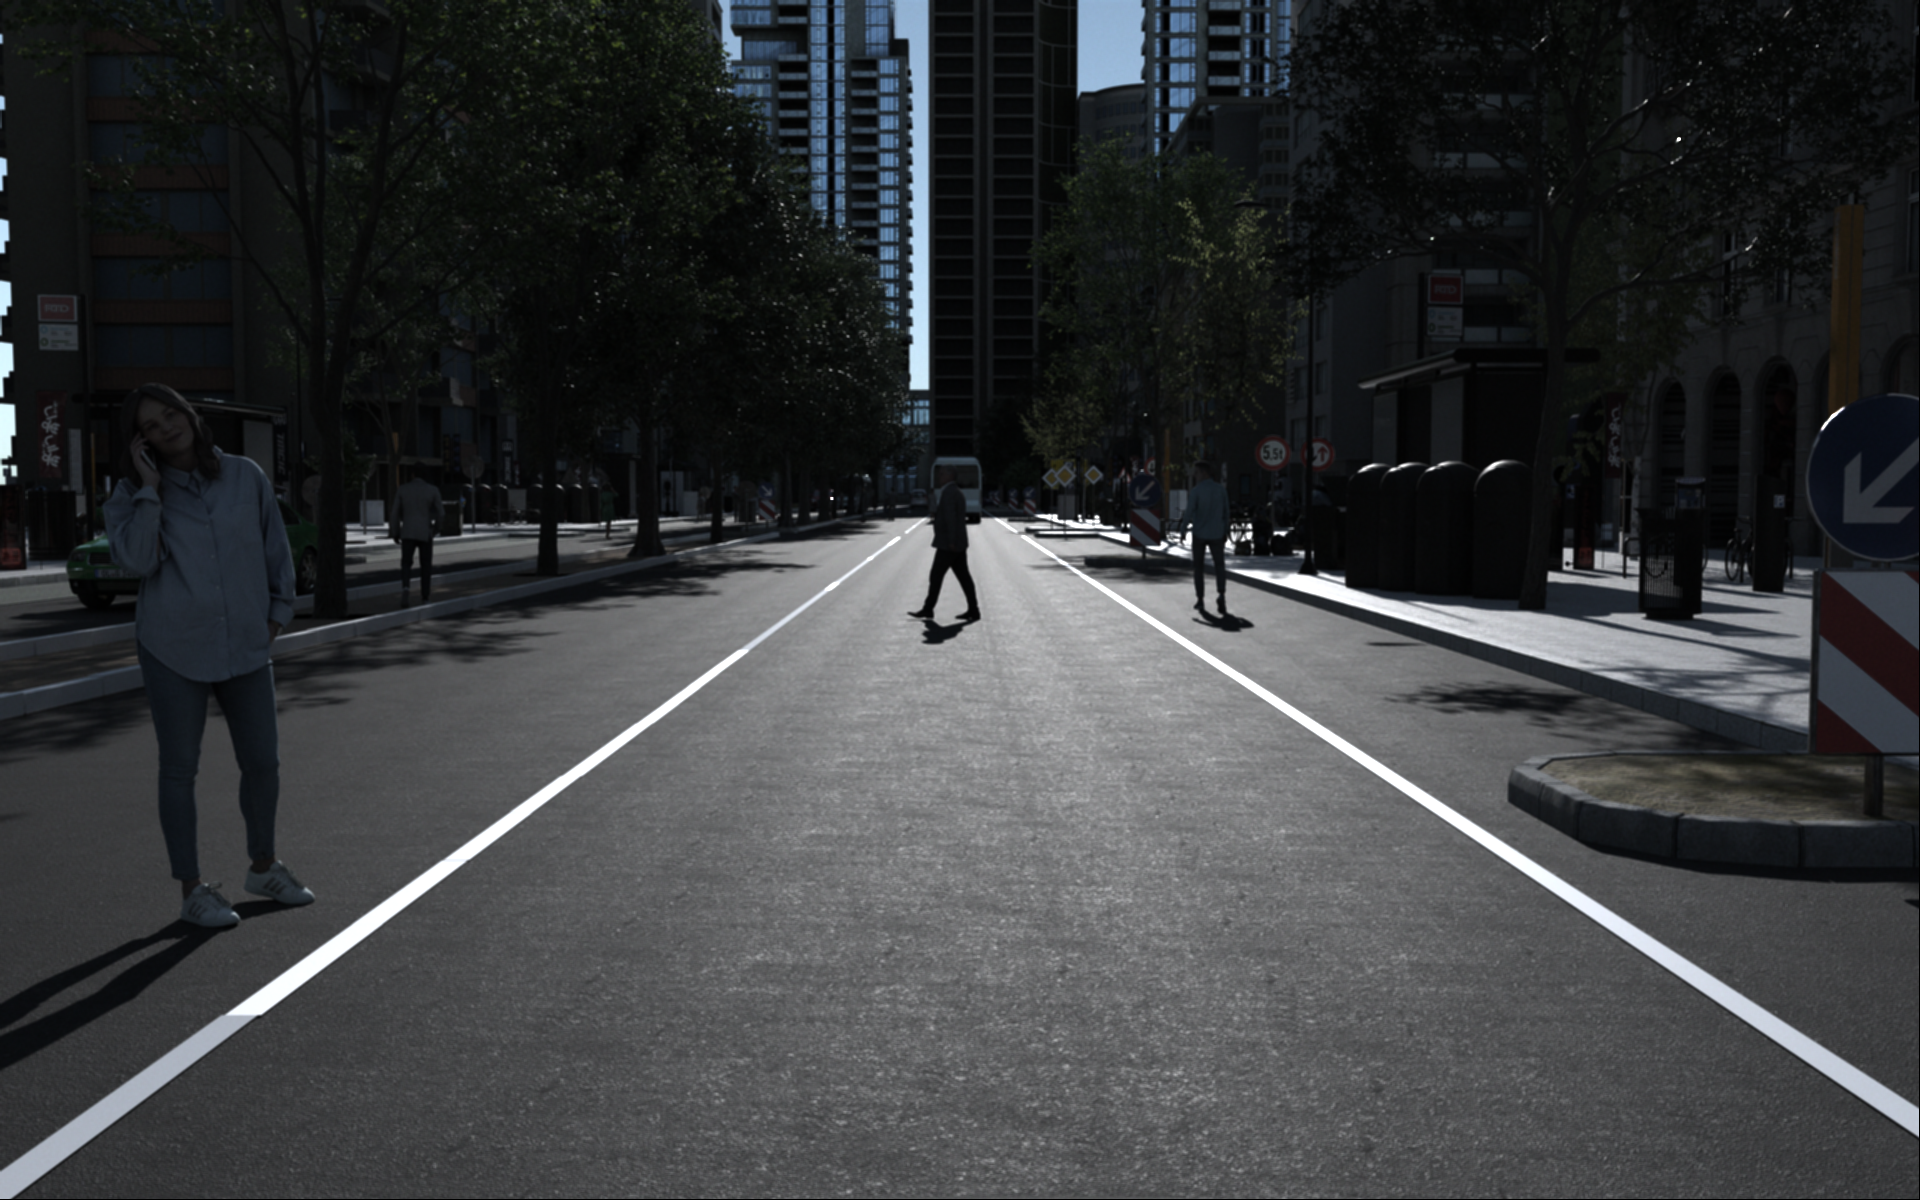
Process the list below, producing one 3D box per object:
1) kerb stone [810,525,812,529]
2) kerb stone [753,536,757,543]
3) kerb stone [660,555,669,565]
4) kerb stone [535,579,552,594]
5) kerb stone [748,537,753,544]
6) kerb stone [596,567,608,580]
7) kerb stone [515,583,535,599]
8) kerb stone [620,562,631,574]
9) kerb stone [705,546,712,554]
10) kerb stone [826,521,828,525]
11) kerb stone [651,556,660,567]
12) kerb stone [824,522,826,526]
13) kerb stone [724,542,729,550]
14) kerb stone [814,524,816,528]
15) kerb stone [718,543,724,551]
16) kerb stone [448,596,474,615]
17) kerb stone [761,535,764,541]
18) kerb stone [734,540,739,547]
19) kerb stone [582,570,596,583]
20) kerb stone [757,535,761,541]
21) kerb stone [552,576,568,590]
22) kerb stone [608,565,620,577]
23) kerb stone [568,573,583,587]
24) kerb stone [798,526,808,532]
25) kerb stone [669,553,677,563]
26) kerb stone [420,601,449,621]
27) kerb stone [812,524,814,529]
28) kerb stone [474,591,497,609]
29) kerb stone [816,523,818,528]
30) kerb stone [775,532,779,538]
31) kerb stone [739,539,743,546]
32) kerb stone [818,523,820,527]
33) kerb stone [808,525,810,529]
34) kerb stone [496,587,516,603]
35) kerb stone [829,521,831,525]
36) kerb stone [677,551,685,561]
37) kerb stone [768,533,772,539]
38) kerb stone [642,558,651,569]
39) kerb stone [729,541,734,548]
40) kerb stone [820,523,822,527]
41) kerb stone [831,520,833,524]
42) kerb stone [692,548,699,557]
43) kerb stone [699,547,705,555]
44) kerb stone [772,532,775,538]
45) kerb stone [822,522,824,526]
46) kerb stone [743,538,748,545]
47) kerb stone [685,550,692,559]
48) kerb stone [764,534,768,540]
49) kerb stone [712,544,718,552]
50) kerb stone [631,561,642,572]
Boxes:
[{"bbox_3d":[-6.164,-2.902,69.647,0.120,0.150,1.000,0,3,0],"label":"kerb stone"},{"bbox_3d":[-6.142,-1.739,50.673,0.120,0.150,1.000,0,3,0],"label":"kerb stone"},{"bbox_3d":[-6.129,-0.798,35.289,0.120,0.150,1.000,0,3,0],"label":"kerb stone"},{"bbox_3d":[-6.118,-0.173,25.054,0.120,0.150,1.000,0,3,0],"label":"kerb stone"},{"bbox_3d":[-6.140,-1.679,49.651,0.120,0.150,1.000,0,3,0],"label":"kerb stone"},{"bbox_3d":[-6.127,-0.422,29.153,0.120,0.150,1.000,0,3,0],"label":"kerb stone"},{"bbox_3d":[-6.116,-0.112,24.029,0.120,0.150,1.000,0,3,0],"label":"kerb stone"},{"bbox_3d":[-6.122,-0.546,31.201,0.120,0.150,1.000,0,3,0],"label":"kerb stone"},{"bbox_3d":[-6.134,-1.177,41.445,0.120,0.150,1.000,0,3,0],"label":"kerb stone"},{"bbox_3d":[-6.158,-3.398,77.861,0.120,0.150,1.000,0,3,0],"label":"kerb stone"},{"bbox_3d":[-6.133,-0.738,34.267,0.120,0.150,1.000,0,3,0],"label":"kerb stone"},{"bbox_3d":[-6.165,-3.342,76.838,0.120,0.150,1.000,0,3,0],"label":"kerb stone"},{"bbox_3d":[-6.135,-1.365,44.531,0.120,0.150,1.000,0,3,0],"label":"kerb stone"},{"bbox_3d":[-6.154,-3.025,71.698,0.120,0.150,1.000,0,3,0],"label":"kerb stone"},{"bbox_3d":[-6.133,-1.304,43.509,0.120,0.150,1.000,0,3,0],"label":"kerb stone"},{"bbox_3d":[-6.114,0.076,20.949,0.120,0.150,1.000,0,3,0],"label":"kerb stone"},{"bbox_3d":[-6.149,-1.867,52.720,0.120,0.150,1.000,0,3,0],"label":"kerb stone"},{"bbox_3d":[-6.143,-1.490,46.584,0.120,0.150,1.000,0,3,0],"label":"kerb stone"},{"bbox_3d":[-6.119,-0.363,28.131,0.120,0.150,1.000,0,3,0],"label":"kerb stone"},{"bbox_3d":[-6.138,-1.804,51.695,0.120,0.150,1.000,0,3,0],"label":"kerb stone"},{"bbox_3d":[-6.120,-0.237,26.076,0.120,0.150,1.000,0,3,0],"label":"kerb stone"},{"bbox_3d":[-6.125,-0.486,30.179,0.120,0.150,1.000,0,3,0],"label":"kerb stone"},{"bbox_3d":[-6.115,-0.300,27.097,0.120,0.150,1.000,0,3,0],"label":"kerb stone"},{"bbox_3d":[-6.152,-2.777,67.599,0.120,0.150,1.000,0,3,0],"label":"kerb stone"},{"bbox_3d":[-6.133,-0.861,36.316,0.120,0.150,1.000,0,3,0],"label":"kerb stone"},{"bbox_3d":[-6.118,0.139,19.923,0.120,0.150,1.000,0,3,0],"label":"kerb stone"},{"bbox_3d":[-6.164,-2.964,70.675,0.120,0.150,1.000,0,3,0],"label":"kerb stone"},{"bbox_3d":[-6.109,0.019,21.984,0.120,0.150,1.000,0,3,0],"label":"kerb stone"},{"bbox_3d":[-6.149,-3.088,72.727,0.120,0.150,1.000,0,3,0],"label":"kerb stone"},{"bbox_3d":[-6.146,-2.117,56.809,0.120,0.150,1.000,0,3,0],"label":"kerb stone"},{"bbox_3d":[-6.145,-1.554,47.605,0.120,0.150,1.000,0,3,0],"label":"kerb stone"},{"bbox_3d":[-6.165,-3.153,73.750,0.120,0.150,1.000,0,3,0],"label":"kerb stone"},{"bbox_3d":[-6.160,-2.835,68.623,0.120,0.150,1.000,0,3,0],"label":"kerb stone"},{"bbox_3d":[-6.118,-0.049,23.007,0.120,0.150,1.000,0,3,0],"label":"kerb stone"},{"bbox_3d":[-6.166,-3.530,79.910,0.120,0.150,1.000,0,3,0],"label":"kerb stone"},{"bbox_3d":[-6.132,-0.927,37.348,0.120,0.150,1.000,0,3,0],"label":"kerb stone"},{"bbox_3d":[-6.150,-1.990,54.765,0.120,0.150,1.000,0,3,0],"label":"kerb stone"},{"bbox_3d":[-6.126,-0.665,33.246,0.120,0.150,1.000,0,3,0],"label":"kerb stone"},{"bbox_3d":[-6.137,-1.418,45.562,0.120,0.150,1.000,0,3,0],"label":"kerb stone"},{"bbox_3d":[-6.160,-3.214,74.785,0.120,0.150,1.000,0,3,0],"label":"kerb stone"},{"bbox_3d":[-6.169,-3.593,80.941,0.120,0.150,1.000,0,3,0],"label":"kerb stone"},{"bbox_3d":[-6.132,-1.052,39.399,0.120,0.150,1.000,0,3,0],"label":"kerb stone"},{"bbox_3d":[-6.138,-1.110,40.421,0.120,0.150,1.000,0,3,0],"label":"kerb stone"},{"bbox_3d":[-6.143,-2.055,55.787,0.120,0.150,1.000,0,3,0],"label":"kerb stone"},{"bbox_3d":[-6.166,-3.279,75.815,0.120,0.150,1.000,0,3,0],"label":"kerb stone"},{"bbox_3d":[-6.143,-1.616,48.629,0.120,0.150,1.000,0,3,0],"label":"kerb stone"},{"bbox_3d":[-6.125,-0.984,38.371,0.120,0.150,1.000,0,3,0],"label":"kerb stone"},{"bbox_3d":[-6.148,-1.927,53.743,0.120,0.150,1.000,0,3,0],"label":"kerb stone"},{"bbox_3d":[-6.137,-1.241,42.487,0.120,0.150,1.000,0,3,0],"label":"kerb stone"},{"bbox_3d":[-6.125,-0.613,32.223,0.120,0.150,1.000,0,3,0],"label":"kerb stone"}]
